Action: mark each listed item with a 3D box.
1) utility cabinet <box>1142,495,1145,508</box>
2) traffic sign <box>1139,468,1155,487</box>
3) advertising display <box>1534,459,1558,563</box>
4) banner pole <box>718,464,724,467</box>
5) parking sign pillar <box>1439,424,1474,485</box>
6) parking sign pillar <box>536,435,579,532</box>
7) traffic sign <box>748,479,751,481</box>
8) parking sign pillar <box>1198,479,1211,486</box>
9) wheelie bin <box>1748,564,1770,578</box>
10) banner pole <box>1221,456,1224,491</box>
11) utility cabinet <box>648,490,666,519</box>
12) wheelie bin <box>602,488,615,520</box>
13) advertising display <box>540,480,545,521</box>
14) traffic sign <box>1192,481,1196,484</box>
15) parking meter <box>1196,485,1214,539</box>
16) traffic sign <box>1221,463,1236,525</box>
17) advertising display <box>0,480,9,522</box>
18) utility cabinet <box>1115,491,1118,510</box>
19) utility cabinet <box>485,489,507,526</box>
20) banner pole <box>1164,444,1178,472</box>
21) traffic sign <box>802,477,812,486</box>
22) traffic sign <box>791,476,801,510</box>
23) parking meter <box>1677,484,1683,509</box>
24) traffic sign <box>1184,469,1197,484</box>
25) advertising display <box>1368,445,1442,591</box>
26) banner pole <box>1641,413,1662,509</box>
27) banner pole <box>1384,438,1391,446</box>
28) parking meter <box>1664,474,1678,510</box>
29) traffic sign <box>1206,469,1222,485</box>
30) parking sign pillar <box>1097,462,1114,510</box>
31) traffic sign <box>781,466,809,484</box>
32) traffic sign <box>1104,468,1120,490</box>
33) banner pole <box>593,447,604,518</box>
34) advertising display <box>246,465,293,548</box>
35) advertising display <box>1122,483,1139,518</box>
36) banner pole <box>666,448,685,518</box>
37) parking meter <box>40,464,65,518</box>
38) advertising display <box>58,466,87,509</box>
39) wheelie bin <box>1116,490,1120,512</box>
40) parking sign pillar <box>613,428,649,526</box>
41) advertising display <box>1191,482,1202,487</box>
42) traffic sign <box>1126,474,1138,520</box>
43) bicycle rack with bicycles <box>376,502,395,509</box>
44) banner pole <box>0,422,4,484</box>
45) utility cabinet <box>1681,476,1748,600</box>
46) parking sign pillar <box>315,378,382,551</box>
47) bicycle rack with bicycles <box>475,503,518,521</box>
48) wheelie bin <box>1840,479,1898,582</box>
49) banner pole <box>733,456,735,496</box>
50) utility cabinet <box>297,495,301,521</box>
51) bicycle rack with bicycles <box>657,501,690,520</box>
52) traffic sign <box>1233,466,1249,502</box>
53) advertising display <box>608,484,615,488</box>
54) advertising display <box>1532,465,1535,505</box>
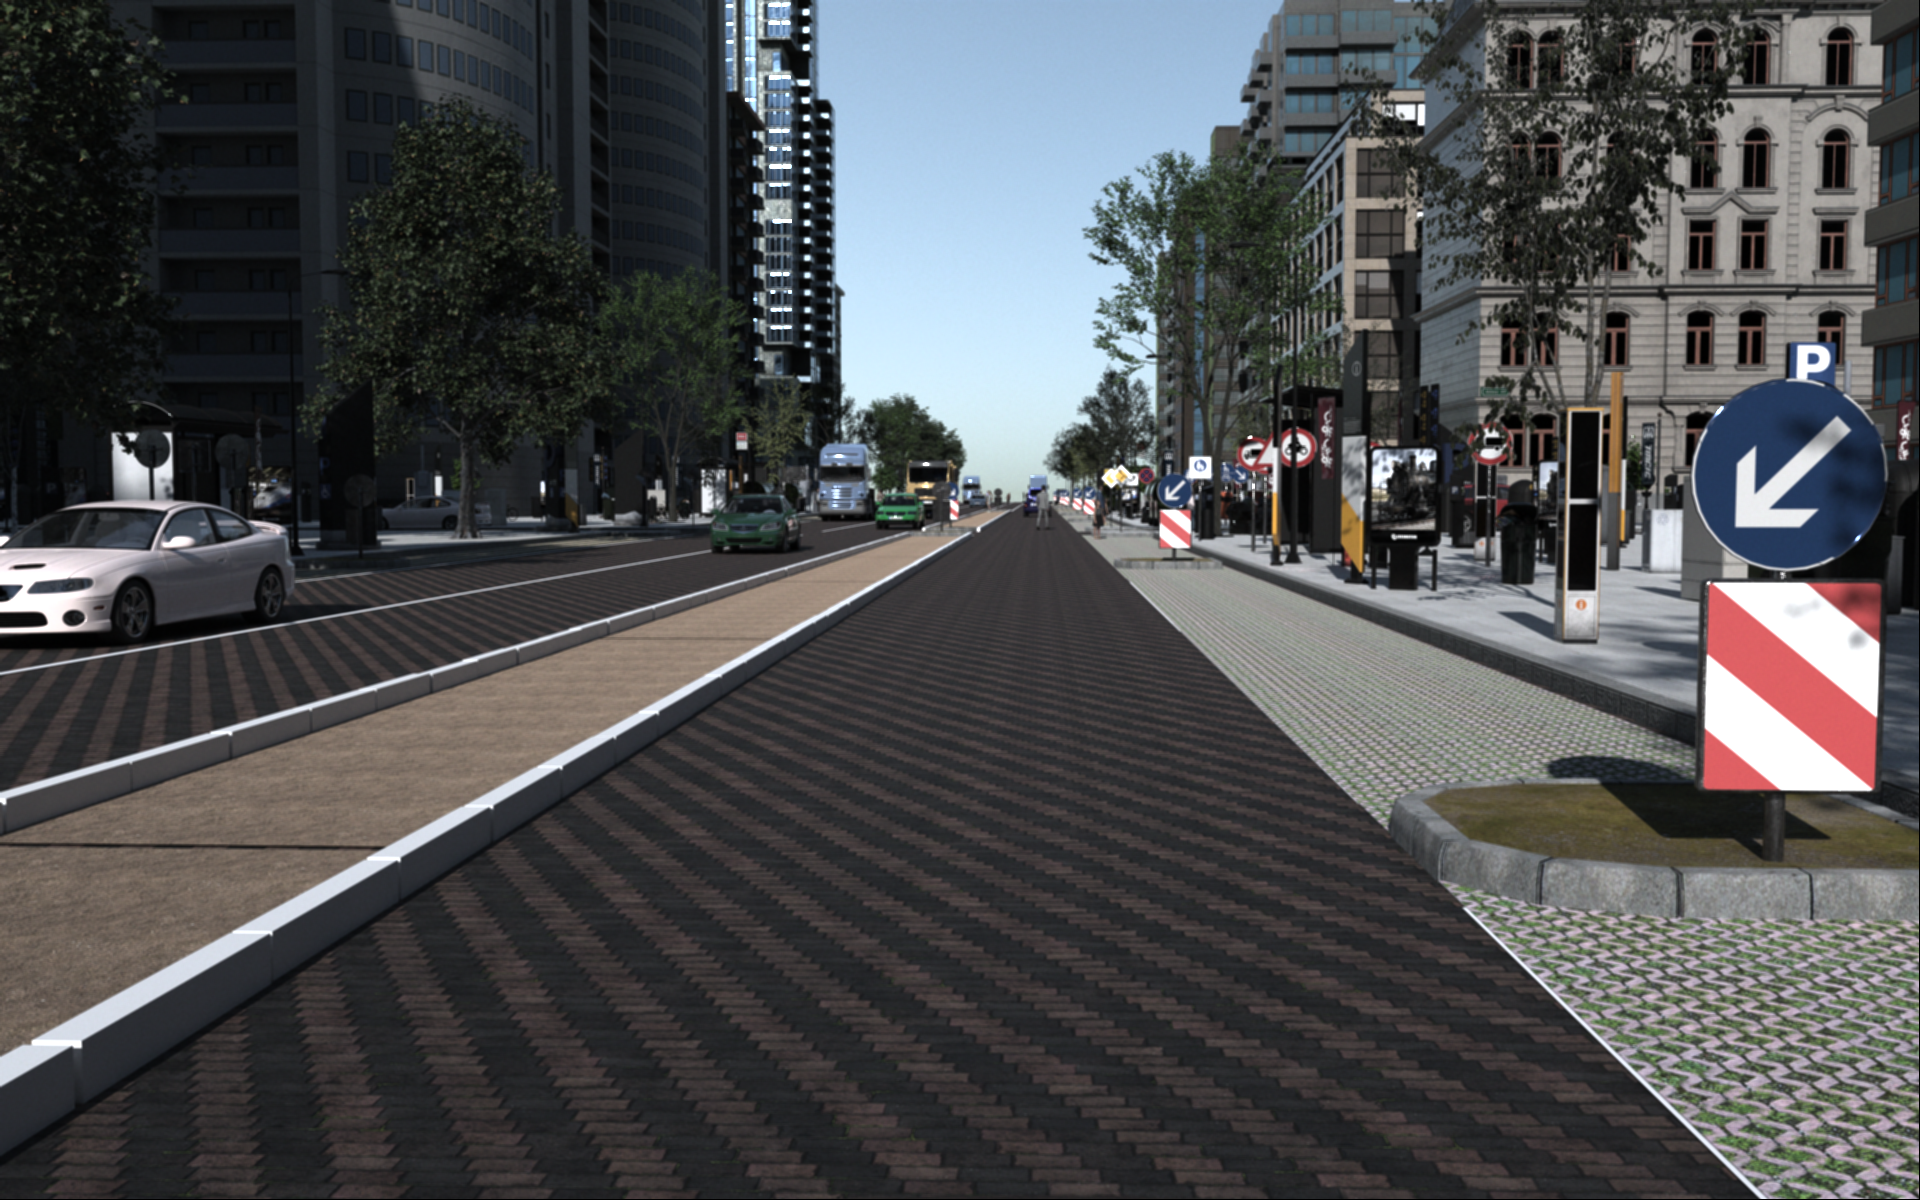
[{"bbox_3d":[9.221,-4.391,82.955,1.020,1.237,0.306,3,4,39],"label":"utility cabinet"},{"bbox_3d":[9.061,-5.139,84.127,0.768,2.556,0.104,1,4,11],"label":"traffic sign"},{"bbox_3d":[11.101,-1.650,32.196,0.123,1.923,0.974,-1,4,-22],"label":"advertising display"},{"bbox_3d":[-17.098,-8.273,125.284,0.863,3.779,0.401,-1,4,-8],"label":"banner pole"},{"bbox_3d":[18.969,-4.757,66.256,1.447,3.967,1.447,-1,4,-10],"label":"parking sign pillar"},{"bbox_3d":[-13.822,-4.338,59.398,1.447,3.967,1.447,-2,4,-33],"label":"parking sign pillar"},{"bbox_3d":[-14.539,-7.261,120.844,0.606,2.300,0.079,1,4,12],"label":"traffic sign"},{"bbox_3d":[15.439,-7.279,107.484,1.447,3.967,1.447,0,4,-6],"label":"parking sign pillar"},{"bbox_3d":[11.211,-1.004,24.321,0.693,1.594,0.980,2,4,29],"label":"wheelie bin"},{"bbox_3d":[17.100,-7.547,113.405,0.401,3.779,0.863,3,5,43],"label":"banner pole"},{"bbox_3d":[-15.673,-4.887,88.589,1.173,1.500,0.318,-1,4,-17],"label":"utility cabinet"},{"bbox_3d":[-17.279,-4.749,85.554,0.693,1.594,0.980,2,4,35],"label":"wheelie bin"},{"bbox_3d":[-19.151,-4.635,80.999,0.974,1.923,0.123,0,4,4],"label":"advertising display"},{"bbox_3d":[12.206,-5.622,92.020,0.768,2.556,0.104,0,4,4],"label":"traffic sign"},{"bbox_3d":[7.018,-2.490,49.120,0.372,1.533,0.369,0,3,0],"label":"parking meter"},{"bbox_3d":[11.033,-4.388,71.852,0.768,2.556,0.104,0,4,6],"label":"traffic sign"},{"bbox_3d":[-44.498,-4.588,80.227,0.974,1.923,0.123,1,4,16],"label":"advertising display"},{"bbox_3d":[12.789,-8.101,141.127,0.318,1.500,1.173,-1,4,-15],"label":"utility cabinet"},{"bbox_3d":[-18.595,-3.711,69.349,0.318,1.500,1.173,-3,5,-44],"label":"utility cabinet"},{"bbox_3d":[10.700,-5.964,87.536,0.863,3.779,0.401,1,4,17],"label":"banner pole"},{"bbox_3d":[-11.193,-7.740,126.656,0.768,2.556,0.104,0,4,8],"label":"traffic sign"},{"bbox_3d":[-11.528,-7.433,121.630,0.768,2.556,0.104,1,4,9],"label":"traffic sign"},{"bbox_3d":[18.328,-2.166,43.822,0.372,1.533,0.369,0,3,0],"label":"parking meter"},{"bbox_3d":[11.408,-5.258,86.077,0.768,2.556,0.104,0,4,5],"label":"traffic sign"},{"bbox_3d":[5.941,-1.097,23.150,0.974,1.923,0.123,3,4,37],"label":"advertising display"},{"bbox_3d":[21.355,-3.880,53.448,0.401,3.779,0.863,-2,4,-29],"label":"banner pole"},{"bbox_3d":[19.232,-5.382,78.010,0.401,3.779,0.863,3,4,36],"label":"banner pole"},{"bbox_3d":[20.890,-2.766,50.934,0.399,1.863,0.255,-3,5,-45],"label":"parking meter"},{"bbox_3d":[10.163,-4.265,69.832,0.768,2.556,0.104,0,4,4],"label":"traffic sign"},{"bbox_3d":[11.706,-9.227,139.330,1.447,3.967,1.447,0,4,7],"label":"parking sign pillar"},{"bbox_3d":[-12.191,-8.157,127.243,2.265,3.308,0.079,1,4,9],"label":"traffic sign"},{"bbox_3d":[12.532,-8.775,137.337,2.265,3.308,0.079,0,4,4],"label":"traffic sign"},{"bbox_3d":[-19.117,-6.233,91.923,0.401,3.779,0.863,3,5,42],"label":"banner pole"},{"bbox_3d":[-15.616,-2.079,39.209,0.974,1.923,0.123,-2,4,-30],"label":"advertising display"},{"bbox_3d":[9.089,-5.357,92.797,0.974,1.923,0.123,1,4,21],"label":"advertising display"},{"bbox_3d":[-15.656,-6.396,94.587,0.863,3.779,0.401,-2,4,-33],"label":"banner pole"},{"bbox_3d":[-17.968,-1.750,34.326,0.399,1.863,0.255,-1,4,-23],"label":"parking meter"},{"bbox_3d":[-20.898,-2.178,40.829,0.123,1.923,0.974,0,4,4],"label":"advertising display"},{"bbox_3d":[11.766,-7.191,125.487,0.980,1.594,0.693,1,4,13],"label":"wheelie bin"},{"bbox_3d":[-13.411,-5.022,70.585,1.447,3.967,1.447,1,4,18],"label":"parking sign pillar"},{"bbox_3d":[12.600,-5.406,93.598,0.974,1.923,0.123,-1,4,-10],"label":"advertising display"},{"bbox_3d":[8.488,-5.099,85.501,0.606,2.300,0.079,0,4,5],"label":"traffic sign"},{"bbox_3d":[-27.634,-4.088,80.221,2.925,0.926,2.852,0,4,-1],"label":"bicycle rack with bicycles"},{"bbox_3d":[-29.486,-3.835,52.713,0.401,3.779,0.863,2,4,32],"label":"banner pole"},{"bbox_3d":[8.935,-0.722,20.483,0.318,1.500,1.173,0,4,1],"label":"utility cabinet"},{"bbox_3d":[-14.114,-3.143,39.858,1.447,3.967,1.447,2,4,27],"label":"parking sign pillar"},{"bbox_3d":[-22.490,-4.216,82.314,2.925,0.926,2.852,-2,4,-25],"label":"bicycle rack with bicycles"},{"bbox_3d":[8.486,-0.526,16.502,0.693,1.594,0.980,1,4,12],"label":"wheelie bin"},{"bbox_3d":[-14.973,-7.623,114.655,0.401,3.779,0.863,0,4,2],"label":"banner pole"},{"bbox_3d":[-31.895,-4.405,83.177,0.306,1.237,1.020,-2,4,-31],"label":"utility cabinet"},{"bbox_3d":[-14.731,-4.435,85.902,2.925,0.926,2.852,-3,4,-38],"label":"bicycle rack with bicycles"},{"bbox_3d":[12.904,-4.869,79.719,0.768,2.556,0.104,0,4,4],"label":"traffic sign"},{"bbox_3d":[-23.251,-6.766,115.842,0.123,1.923,0.974,3,5,43],"label":"advertising display"},{"bbox_3d":[12.592,-1.928,36.737,0.123,1.923,0.974,-3,5,-40],"label":"advertising display"}]
